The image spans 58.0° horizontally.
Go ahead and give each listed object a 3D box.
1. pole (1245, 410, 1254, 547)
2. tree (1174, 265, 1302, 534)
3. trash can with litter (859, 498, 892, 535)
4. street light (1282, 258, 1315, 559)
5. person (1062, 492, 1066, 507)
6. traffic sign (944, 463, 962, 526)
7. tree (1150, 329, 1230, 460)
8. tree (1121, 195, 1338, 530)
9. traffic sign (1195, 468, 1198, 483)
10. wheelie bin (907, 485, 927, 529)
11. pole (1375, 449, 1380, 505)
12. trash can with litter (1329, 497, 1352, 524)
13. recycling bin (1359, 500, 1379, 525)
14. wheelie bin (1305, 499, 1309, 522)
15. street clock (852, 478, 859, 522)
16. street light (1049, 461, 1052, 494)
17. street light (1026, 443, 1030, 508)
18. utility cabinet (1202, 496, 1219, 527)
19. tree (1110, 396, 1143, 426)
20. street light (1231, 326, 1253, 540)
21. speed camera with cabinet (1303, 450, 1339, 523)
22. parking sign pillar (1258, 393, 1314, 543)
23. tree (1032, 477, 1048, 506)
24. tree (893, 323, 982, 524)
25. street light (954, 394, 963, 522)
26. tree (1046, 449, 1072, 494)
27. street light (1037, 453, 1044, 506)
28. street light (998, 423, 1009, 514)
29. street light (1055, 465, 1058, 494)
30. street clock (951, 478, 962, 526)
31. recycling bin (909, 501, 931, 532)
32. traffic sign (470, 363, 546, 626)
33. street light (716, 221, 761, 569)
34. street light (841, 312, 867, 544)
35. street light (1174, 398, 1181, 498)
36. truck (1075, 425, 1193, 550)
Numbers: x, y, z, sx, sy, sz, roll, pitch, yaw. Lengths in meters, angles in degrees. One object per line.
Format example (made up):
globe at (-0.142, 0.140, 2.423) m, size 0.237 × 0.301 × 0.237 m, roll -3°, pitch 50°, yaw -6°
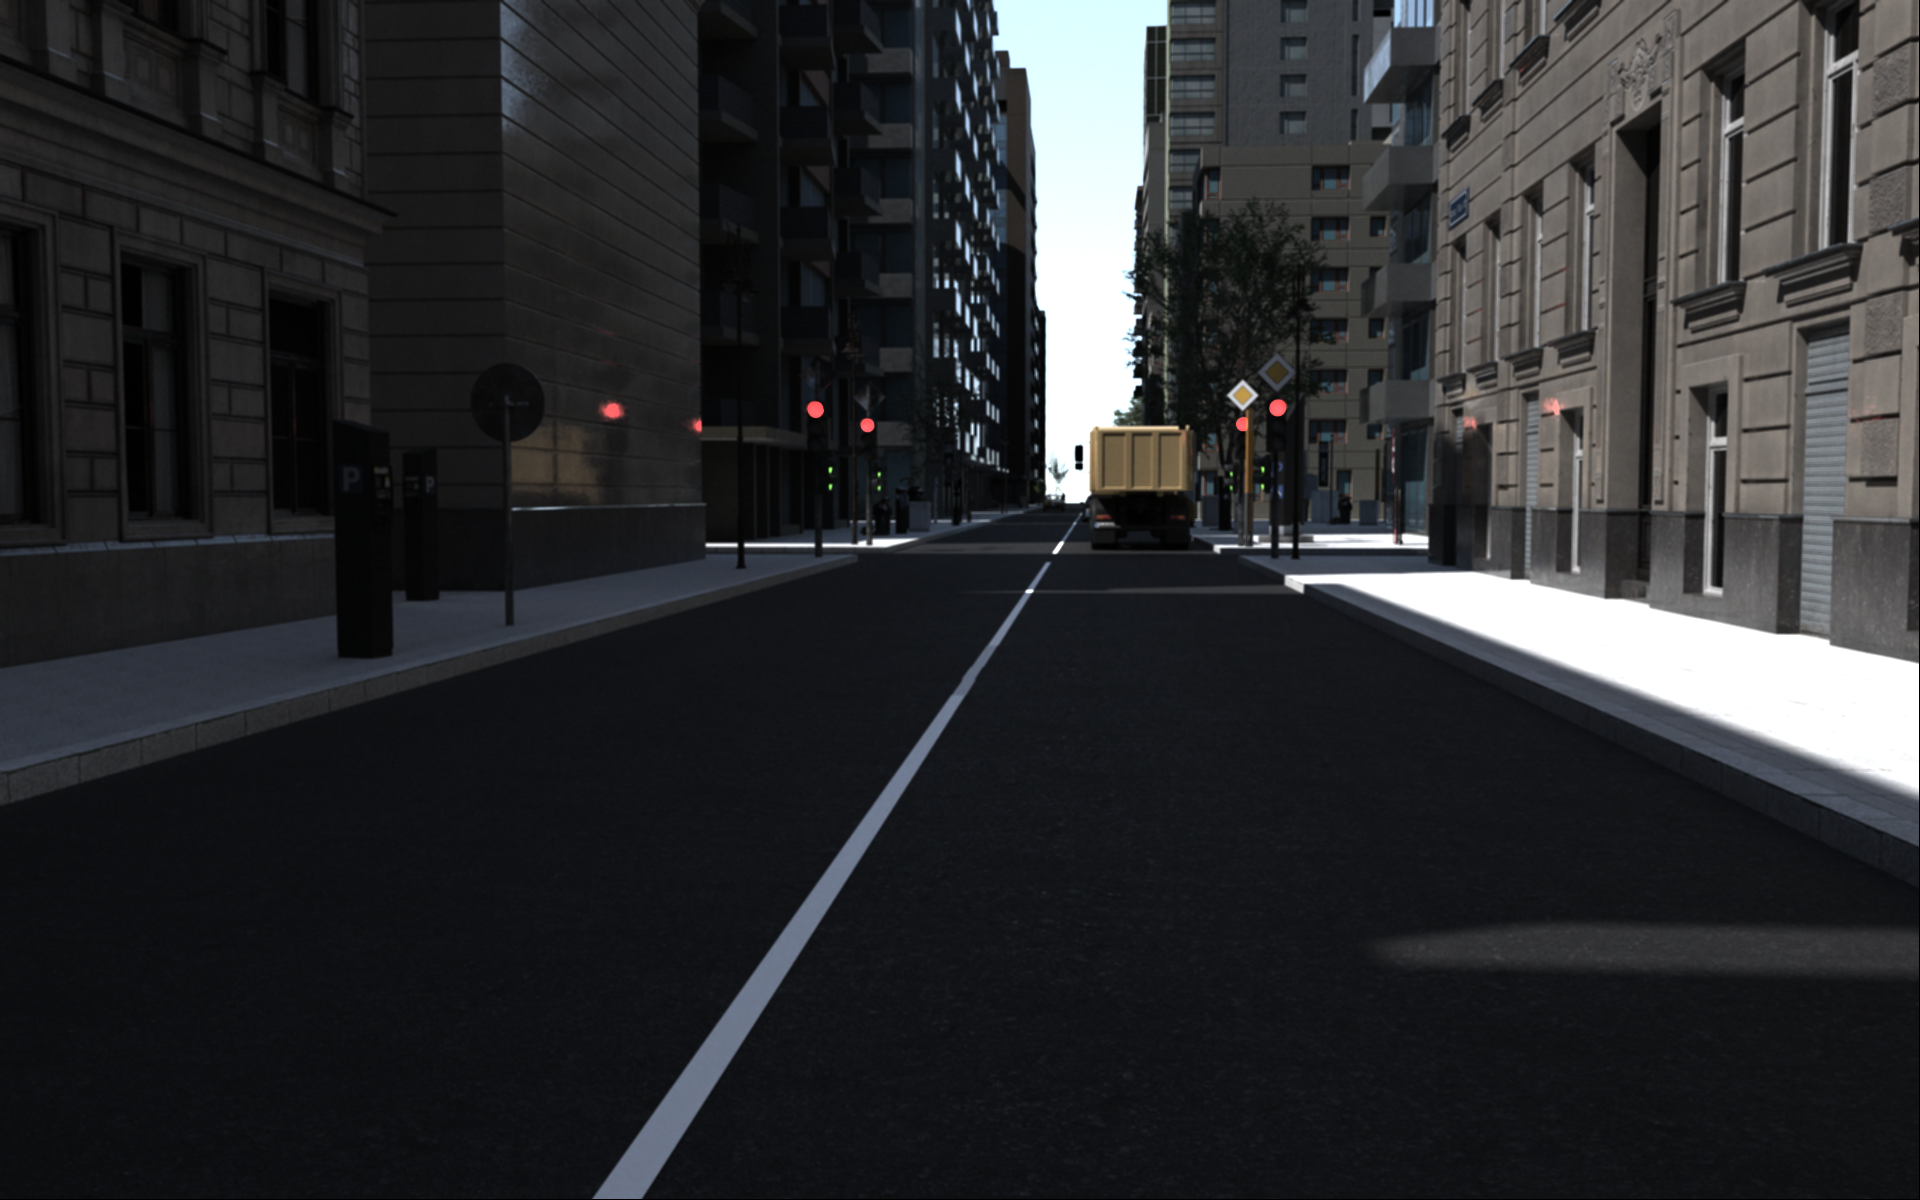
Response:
pole at (7.003, -2.939, 41.902) m, size 0.158 × 3.312 × 0.155 m, roll 0°, pitch 3°, yaw 0°
tree at (8.869, -6.416, 55.260) m, size 4.360 × 8.622 × 3.978 m, roll 0°, pitch 3°, yaw 0°
trash can with litter at (-2.641, -2.598, 53.863) m, size 1.055 × 1.170 × 0.624 m, roll 2°, pitch 4°, yaw 25°
street light at (6.639, -3.750, 34.096) m, size 0.468 × 5.910 × 1.993 m, roll 0°, pitch 4°, yaw 4°
person at (11.111, -10.751, 185.746) m, size 0.415 × 1.643 × 0.593 m, roll 2°, pitch 4°, yaw 29°
traffic sign at (-0.294, -4.271, 69.929) m, size 0.768 × 2.556 × 0.104 m, roll 1°, pitch 4°, yaw 10°
tree at (10.391, -7.808, 78.021) m, size 4.737 × 8.622 × 4.395 m, roll 0°, pitch 3°, yaw 0°
tree at (9.480, -8.313, 61.666) m, size 9.928 × 11.665 × 9.643 m, roll 0°, pitch 3°, yaw 0°
traffic sign at (8.935, -3.982, 67.231) m, size 0.606 × 2.300 × 0.079 m, roll 1°, pitch 4°, yaw 13°
wheelie bin at (-1.642, -3.423, 63.877) m, size 0.693 × 1.594 × 0.980 m, roll 2°, pitch 4°, yaw 28°
pole at (18.929, -5.179, 78.520) m, size 0.158 × 3.312 × 0.155 m, roll 0°, pitch 3°, yaw 0°
trash can with litter at (16.137, -3.803, 73.571) m, size 0.624 × 1.170 × 1.055 m, roll -3°, pitch 4°, yaw -38°
recycling bin at (16.819, -3.585, 71.175) m, size 0.722 × 1.027 × 0.722 m, roll 1°, pitch 4°, yaw 19°
wheelie bin at (15.882, -4.462, 80.862) m, size 0.693 × 1.594 × 0.980 m, roll -2°, pitch 4°, yaw -31°
street clock at (-4.820, -4.614, 80.004) m, size 0.358 × 2.002 × 0.471 m, roll 0°, pitch 4°, yaw 4°
street light at (12.438, -16.251, 238.485) m, size 0.468 × 5.910 × 1.993 m, roll 0°, pitch 4°, yaw 4°
street light at (6.061, -11.138, 154.887) m, size 0.468 × 5.910 × 1.993 m, roll 0°, pitch 4°, yaw 4°
utility cabinet at (10.121, -3.521, 68.732) m, size 1.020 × 1.237 × 0.306 m, roll -1°, pitch 4°, yaw -22°
tree at (20.216, -17.281, 200.673) m, size 7.486 × 12.596 × 7.792 m, roll 0°, pitch 3°, yaw 0°
street light at (7.772, -4.591, 47.852) m, size 0.468 × 5.910 × 1.993 m, roll 0°, pitch 4°, yaw 4°
speed camera with cabinet at (17.210, -5.459, 83.598) m, size 2.038 × 3.252 × 0.660 m, roll 0°, pitch 4°, yaw -5°
parking sign pillar at (8.629, -3.501, 45.713) m, size 1.447 × 3.967 × 1.447 m, roll 2°, pitch 4°, yaw 34°
tree at (9.091, -12.228, 194.522) m, size 1.663 × 3.219 × 1.824 m, roll 0°, pitch 3°, yaw 0°
tree at (-1.064, -7.646, 75.367) m, size 4.360 × 8.622 × 3.978 m, roll 0°, pitch 3°, yaw 0°
street light at (0.024, -6.472, 78.608) m, size 0.468 × 5.910 × 1.993 m, roll 0°, pitch 4°, yaw 4°
tree at (15.541, -19.977, 276.987) m, size 4.737 × 8.622 × 4.395 m, roll 0°, pitch 3°, yaw 0°
street light at (8.678, -13.276, 189.853) m, size 0.468 × 5.910 × 1.993 m, roll 0°, pitch 4°, yaw 4°
street light at (2.768, -8.586, 113.170) m, size 0.468 × 5.910 × 1.993 m, roll 0°, pitch 4°, yaw 4°
street light at (15.234, -18.367, 273.088) m, size 0.468 × 5.910 × 1.993 m, roll 0°, pitch 4°, yaw 4°
street clock at (-0.150, -4.035, 70.536) m, size 0.358 × 2.002 × 0.471 m, roll 2°, pitch 4°, yaw 32°
recycling bin at (-1.377, -2.874, 59.544) m, size 0.722 × 1.027 × 0.722 m, roll 0°, pitch 4°, yaw 4°
traffic sign at (-4.400, -1.024, 16.845) m, size 0.768 × 2.556 × 0.104 m, roll 1°, pitch 4°, yaw 9°
street light at (-3.771, -3.479, 29.667) m, size 0.468 × 5.910 × 1.993 m, roll 0°, pitch 4°, yaw 4°
street light at (-2.688, -4.358, 44.042) m, size 0.468 × 5.910 × 1.993 m, roll 0°, pitch 4°, yaw 4°
street light at (10.427, -6.705, 82.422) m, size 0.468 × 5.910 × 1.993 m, roll 0°, pitch 4°, yaw 4°
truck at (4.888, -3.189, 48.057) m, size 3.469 × 3.379 × 9.791 m, roll 0°, pitch 4°, yaw 4°
